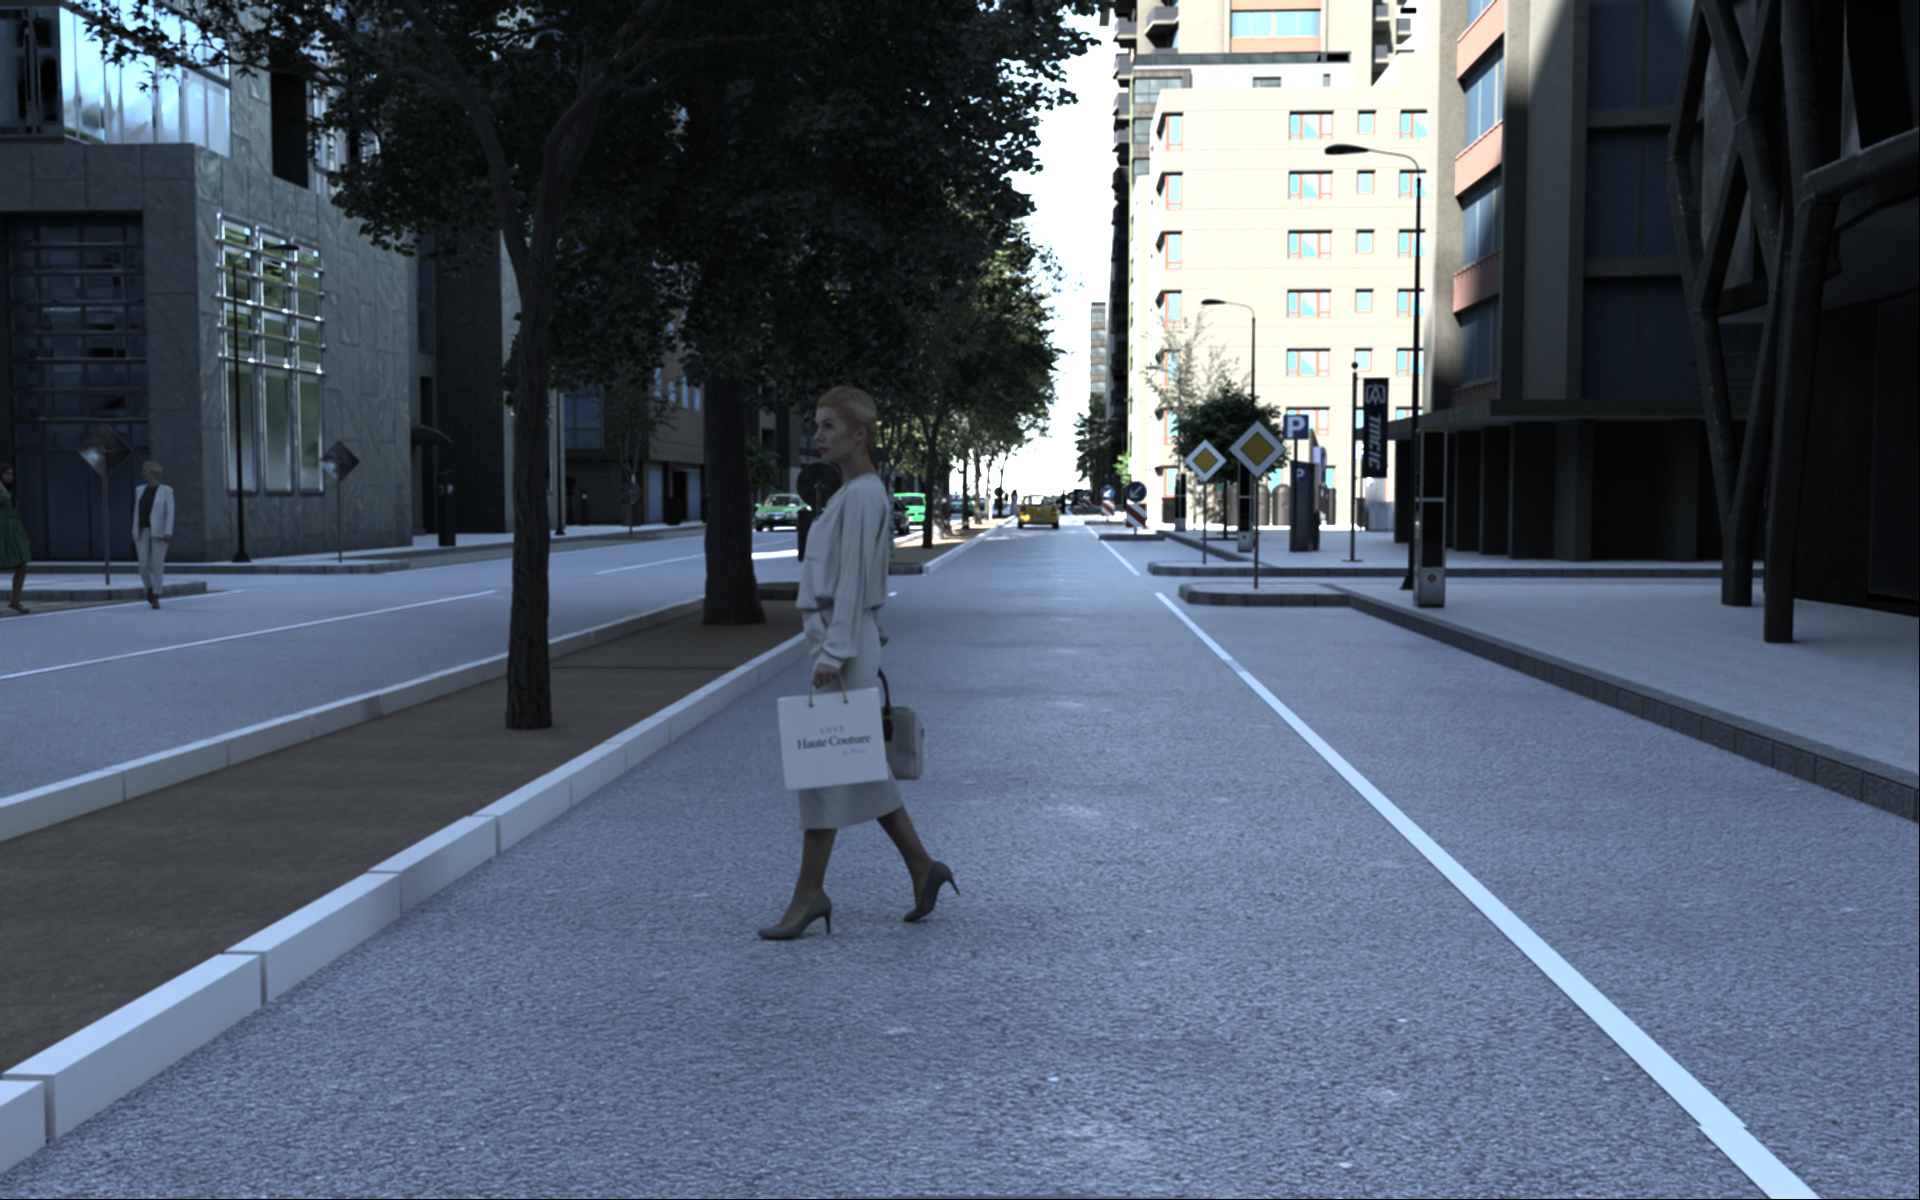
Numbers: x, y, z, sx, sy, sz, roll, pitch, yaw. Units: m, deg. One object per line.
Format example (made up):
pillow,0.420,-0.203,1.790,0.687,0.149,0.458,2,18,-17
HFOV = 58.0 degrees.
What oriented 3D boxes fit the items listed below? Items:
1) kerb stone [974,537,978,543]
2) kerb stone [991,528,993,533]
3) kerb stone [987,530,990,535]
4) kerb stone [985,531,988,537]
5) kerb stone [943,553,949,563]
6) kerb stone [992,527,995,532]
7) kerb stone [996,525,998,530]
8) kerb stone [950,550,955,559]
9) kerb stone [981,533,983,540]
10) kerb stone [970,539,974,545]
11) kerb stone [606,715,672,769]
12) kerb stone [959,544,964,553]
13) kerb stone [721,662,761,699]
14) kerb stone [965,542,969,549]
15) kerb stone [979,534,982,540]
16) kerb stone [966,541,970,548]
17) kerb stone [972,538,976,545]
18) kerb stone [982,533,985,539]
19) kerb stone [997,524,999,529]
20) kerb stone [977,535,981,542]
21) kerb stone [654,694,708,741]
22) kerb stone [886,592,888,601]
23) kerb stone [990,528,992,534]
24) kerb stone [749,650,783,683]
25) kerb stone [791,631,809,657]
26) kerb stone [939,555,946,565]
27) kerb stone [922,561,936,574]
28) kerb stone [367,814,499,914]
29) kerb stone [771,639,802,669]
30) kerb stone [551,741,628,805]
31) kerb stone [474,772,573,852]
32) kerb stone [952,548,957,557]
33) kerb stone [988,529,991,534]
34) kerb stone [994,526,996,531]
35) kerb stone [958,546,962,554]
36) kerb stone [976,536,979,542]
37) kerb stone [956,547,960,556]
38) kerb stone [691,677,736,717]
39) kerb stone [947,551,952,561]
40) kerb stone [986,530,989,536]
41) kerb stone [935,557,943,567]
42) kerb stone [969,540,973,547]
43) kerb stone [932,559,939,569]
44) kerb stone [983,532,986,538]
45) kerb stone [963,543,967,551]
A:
kerb stone,0.341,-1.632,48.878,0.120,0.150,1.000,0,4,3
kerb stone,0.996,-2.382,61.170,0.120,0.150,1.000,0,4,3
kerb stone,0.836,-2.195,58.089,0.120,0.150,1.000,0,4,3
kerb stone,0.730,-2.069,56.043,0.120,0.150,1.000,0,4,3
kerb stone,-0.367,-0.815,35.566,0.120,0.150,1.000,0,4,3
kerb stone,1.105,-2.507,63.213,0.120,0.150,1.000,0,4,3
kerb stone,1.269,-2.696,66.281,0.120,0.150,1.000,0,4,3
kerb stone,-0.248,-0.938,37.607,0.120,0.150,1.000,0,4,3
kerb stone,0.561,-1.877,52.977,0.120,0.150,1.000,0,4,3
kerb stone,0.231,-1.506,46.816,0.120,0.150,1.000,0,4,3
kerb stone,-1.761,0.781,9.467,0.120,0.150,1.000,0,4,3
kerb stone,-0.039,-1.193,41.708,0.120,0.150,1.000,0,4,3
kerb stone,-1.603,0.592,12.538,0.120,0.150,1.000,0,4,3
kerb stone,0.068,-1.318,43.749,0.120,0.150,1.000,0,4,3
kerb stone,0.510,-1.820,51.951,0.120,0.150,1.000,0,4,3
kerb stone,0.119,-1.381,44.770,0.120,0.150,1.000,0,4,3
kerb stone,0.295,-1.569,47.848,0.120,0.150,1.000,0,4,3
kerb stone,0.617,-1.945,53.997,0.120,0.150,1.000,0,4,3
kerb stone,1.381,-2.822,68.331,0.120,0.150,1.000,0,4,3
kerb stone,0.450,-1.758,50.931,0.120,0.150,1.000,0,4,3
kerb stone,-1.702,0.717,10.492,0.120,0.150,1.000,0,4,3
kerb stone,-1.050,-0.030,22.770,0.120,0.150,1.000,0,4,3
kerb stone,0.948,-2.317,60.150,0.120,0.150,1.000,0,4,3
kerb stone,-1.543,0.529,13.562,0.120,0.150,1.000,0,4,3
kerb stone,-1.428,0.403,15.605,0.120,0.150,1.000,0,4,3
kerb stone,-0.429,-0.755,34.543,0.120,0.150,1.000,0,4,3
kerb stone,-0.585,-0.565,31.479,0.120,0.150,1.000,0,4,3
kerb stone,-1.934,0.967,6.399,0.120,0.150,1.000,0,4,3
kerb stone,-1.483,0.466,14.585,0.120,0.150,1.000,0,4,3
kerb stone,-1.814,0.845,8.446,0.120,0.150,1.000,0,4,3
kerb stone,-1.866,0.904,7.420,0.120,0.150,1.000,0,4,3
kerb stone,-0.202,-1.002,38.641,0.120,0.150,1.000,0,4,3
kerb stone,0.898,-2.257,59.116,0.120,0.150,1.000,0,4,3
kerb stone,1.156,-2.571,64.237,0.120,0.150,1.000,0,4,3
kerb stone,-0.095,-1.131,40.684,0.120,0.150,1.000,0,4,3
kerb stone,0.399,-1.695,49.910,0.120,0.150,1.000,0,4,3
kerb stone,-0.152,-1.068,39.662,0.120,0.150,1.000,0,4,3
kerb stone,-1.655,0.656,11.513,0.120,0.150,1.000,0,4,3
kerb stone,-0.310,-0.880,36.586,0.120,0.150,1.000,0,4,3
kerb stone,0.784,-2.125,57.064,0.120,0.150,1.000,0,4,3
kerb stone,-0.478,-0.693,33.522,0.120,0.150,1.000,0,4,3
kerb stone,0.181,-1.443,45.794,0.120,0.150,1.000,0,4,3
kerb stone,-0.533,-0.630,32.499,0.120,0.150,1.000,0,4,3
kerb stone,0.673,-2.008,55.023,0.120,0.150,1.000,0,4,3
kerb stone,0.021,-1.256,42.728,0.120,0.150,1.000,0,4,3
